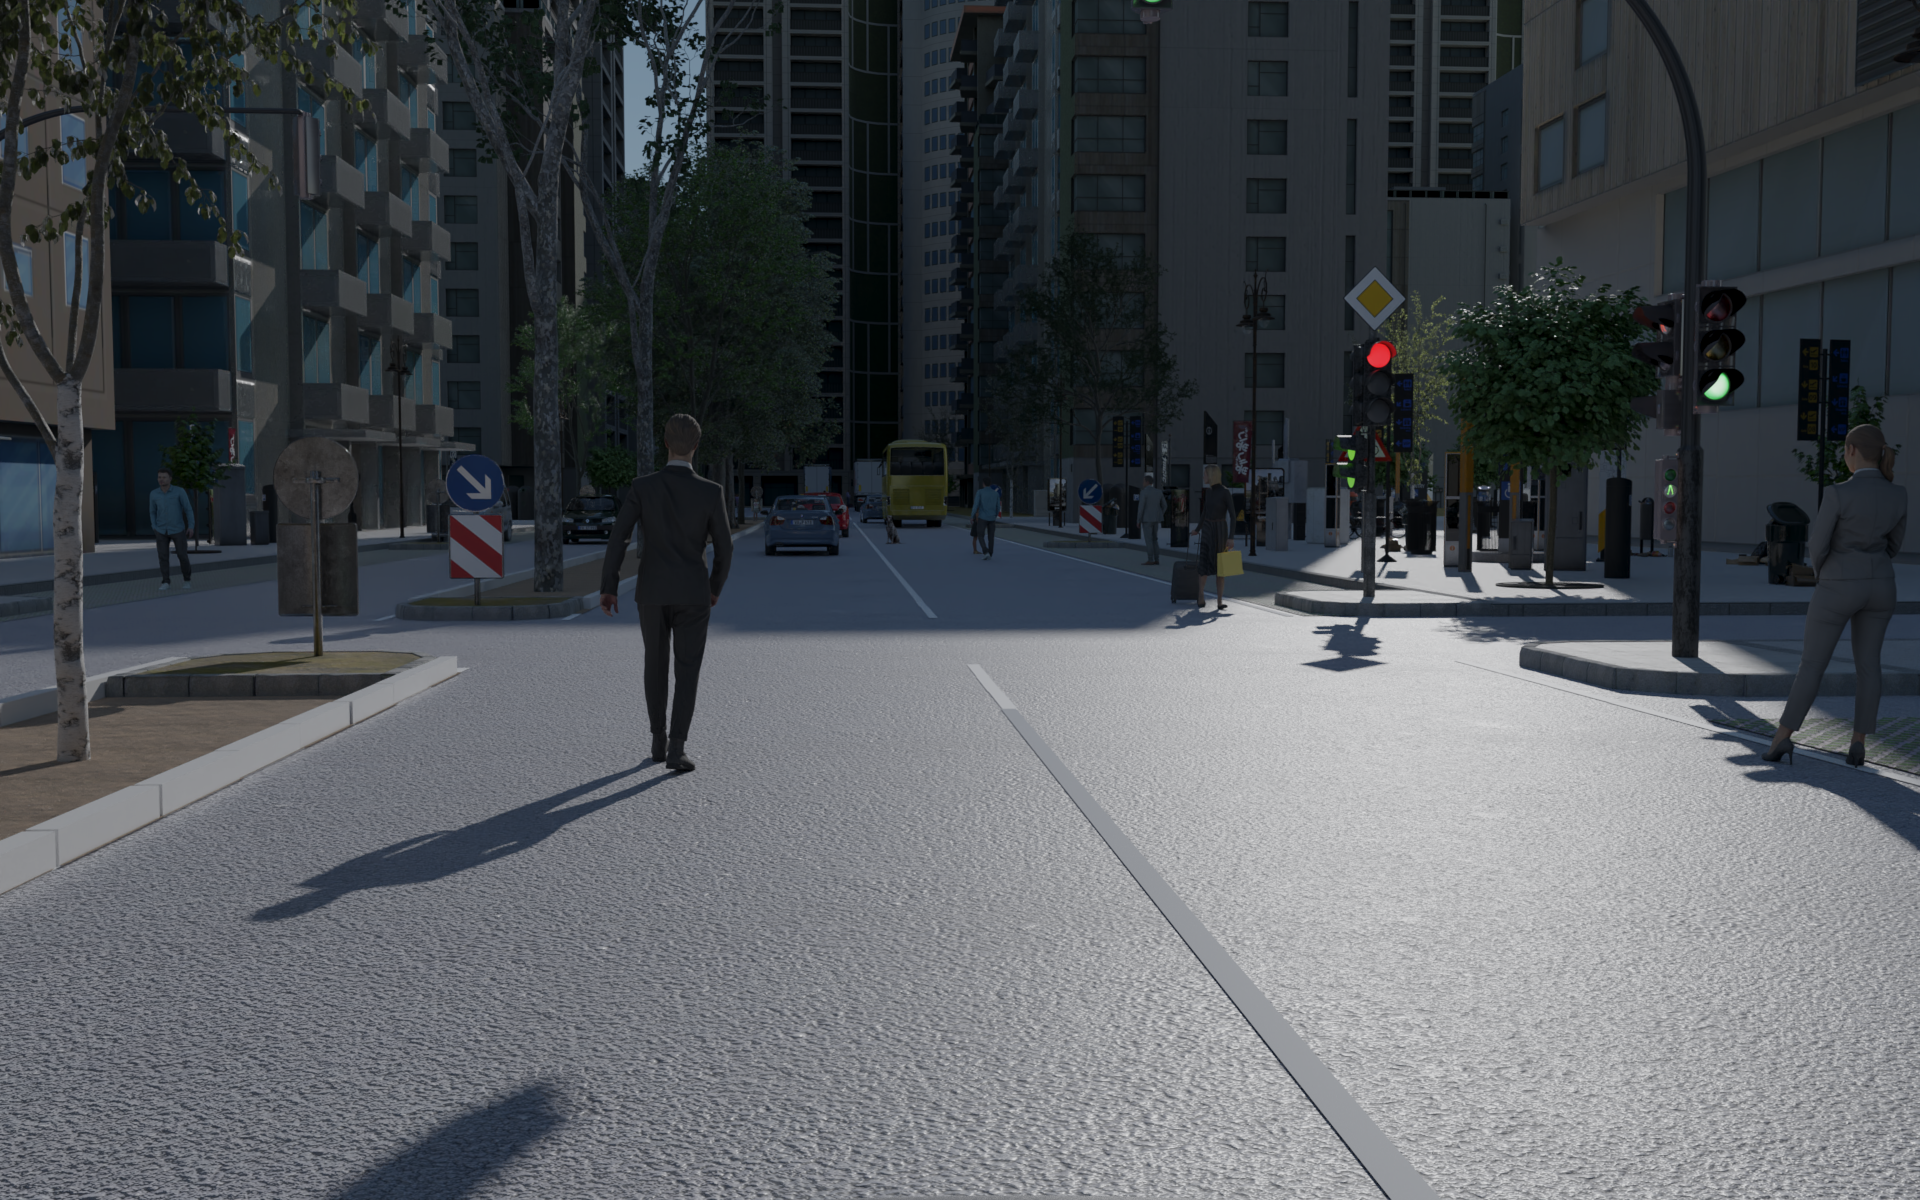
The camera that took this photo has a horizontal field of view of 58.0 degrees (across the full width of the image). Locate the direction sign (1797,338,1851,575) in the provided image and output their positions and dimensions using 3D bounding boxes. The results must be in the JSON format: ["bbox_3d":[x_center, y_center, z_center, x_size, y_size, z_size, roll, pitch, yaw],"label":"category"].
[{"bbox_3d":[12.644,-2.044,25.409,0.876,3.537,0.379,-1,4,-16],"label":"direction sign"}]

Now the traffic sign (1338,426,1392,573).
[{"bbox_3d":[6.574,-1.724,28.199,0.884,2.594,0.081,0,4,-2],"label":"traffic sign"}]

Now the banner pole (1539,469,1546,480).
[{"bbox_3d":[12.707,-2.882,37.131,0.863,3.779,0.401,1,4,23],"label":"banner pole"}]

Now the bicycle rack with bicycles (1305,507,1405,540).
[{"bbox_3d":[11.064,-2.223,49.735,2.925,0.926,2.852,3,4,36],"label":"bicycle rack with bicycles"}]

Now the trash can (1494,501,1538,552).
[{"bbox_3d":[11.518,-1.471,35.700,0.748,1.137,0.748,0,3,0],"label":"trash can"}]

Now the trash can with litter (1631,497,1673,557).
[{"bbox_3d":[14.242,-1.529,36.055,1.678,1.210,2.233,0,4,-2],"label":"trash can with litter"}]

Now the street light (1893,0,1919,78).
[{"bbox_3d":[7.836,-2.482,13.361,0.468,5.910,1.993,0,4,-4],"label":"street light"}]

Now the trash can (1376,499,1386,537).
[{"bbox_3d":[12.453,-2.472,52.073,0.748,1.137,0.748,0,3,0],"label":"trash can"}]

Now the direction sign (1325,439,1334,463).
[{"bbox_3d":[15.269,-4.871,71.637,0.379,3.537,0.876,2,4,31],"label":"direction sign"}]

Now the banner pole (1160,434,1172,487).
[{"bbox_3d":[8.546,-4.994,71.668,0.401,3.779,0.863,3,5,41],"label":"banner pole"}]

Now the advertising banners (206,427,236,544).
[{"bbox_3d":[-19.124,-2.980,44.905,0.090,3.025,2.074,0,4,-2],"label":"advertising banners"}]

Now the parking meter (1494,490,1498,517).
[{"bbox_3d":[30.647,-5.532,98.856,0.372,1.533,0.369,0,3,0],"label":"parking meter"}]

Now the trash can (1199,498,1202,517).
[{"bbox_3d":[9.238,-3.232,64.494,0.748,1.137,0.748,0,3,0],"label":"trash can"}]

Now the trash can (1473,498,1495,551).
[{"bbox_3d":[11.439,-1.567,37.273,0.748,1.137,0.748,0,3,0],"label":"trash can"}]

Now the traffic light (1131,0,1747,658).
[{"bbox_3d":[3.611,-2.361,13.269,4.771,5.953,1.251,0,4,-4],"label":"traffic light"}]

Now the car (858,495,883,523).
[{"bbox_3d":[-4.057,-4.548,86.356,2.014,1.417,4.499,0,4,-6],"label":"car"}]

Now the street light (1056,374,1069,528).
[{"bbox_3d":[3.833,-5.692,65.851,0.468,5.910,1.993,0,4,-4],"label":"street light"}]

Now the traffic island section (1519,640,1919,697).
[{"bbox_3d":[5.731,0.526,13.683,2.009,0.180,2.903,0,4,-4],"label":"traffic island section"}]

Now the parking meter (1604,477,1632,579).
[{"bbox_3d":[10.016,-1.098,26.357,0.372,1.533,0.369,0,3,0],"label":"parking meter"}]

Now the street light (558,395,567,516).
[{"bbox_3d":[-18.664,-6.629,81.165,0.468,5.910,1.993,0,4,-4],"label":"street light"}]

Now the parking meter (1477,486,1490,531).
[{"bbox_3d":[15.859,-2.694,52.455,0.372,1.533,0.369,0,3,0],"label":"parking meter"}]

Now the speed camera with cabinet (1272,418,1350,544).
[{"bbox_3d":[9.107,-3.087,44.803,0.660,3.252,2.038,-3,5,-40],"label":"speed camera with cabinet"}]

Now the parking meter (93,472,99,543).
[{"bbox_3d":[-22.681,-2.416,45.219,0.255,1.863,0.399,-1,4,-15],"label":"parking meter"}]

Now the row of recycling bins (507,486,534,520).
[{"bbox_3d":[-22.588,-4.825,86.008,3.534,1.692,1.069,2,4,27],"label":"row of recycling bins"}]

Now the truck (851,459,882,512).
[{"bbox_3d":[-7.500,-9.450,143.413,2.839,4.237,11.283,0,4,-5],"label":"truck"}]

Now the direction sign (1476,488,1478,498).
[{"bbox_3d":[24.556,-5.518,82.220,0.876,3.537,0.379,2,4,33],"label":"direction sign"}]

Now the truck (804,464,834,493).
[{"bbox_3d":[-13.687,-10.915,167.371,2.839,4.237,11.283,0,4,-3],"label":"truck"}]

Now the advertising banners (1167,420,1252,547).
[{"bbox_3d":[5.992,-2.765,41.401,2.074,3.025,0.090,1,4,14],"label":"advertising banners"}]

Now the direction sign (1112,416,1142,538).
[{"bbox_3d":[4.852,-3.572,50.394,0.876,3.537,0.379,2,4,25],"label":"direction sign"}]

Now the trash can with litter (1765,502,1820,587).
[{"bbox_3d":[11.790,-0.794,24.369,0.624,1.170,1.055,0,4,0],"label":"trash can with litter"}]

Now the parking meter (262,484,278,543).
[{"bbox_3d":[-18.076,-2.262,45.399,0.372,1.533,0.369,0,3,0],"label":"parking meter"}]

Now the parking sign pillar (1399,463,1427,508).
[{"bbox_3d":[22.162,-5.886,84.705,1.447,3.967,1.447,-1,4,-11],"label":"parking sign pillar"}]

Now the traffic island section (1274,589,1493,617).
[{"bbox_3d":[5.134,0.039,21.646,2.009,0.180,2.903,0,4,-4],"label":"traffic island section"}]

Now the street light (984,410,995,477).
[{"bbox_3d":[1.638,-7.525,95.819,0.468,5.910,1.993,0,4,-4],"label":"street light"}]

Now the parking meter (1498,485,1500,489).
[{"bbox_3d":[30.051,-5.525,96.044,0.399,1.863,0.255,-2,4,-23],"label":"parking meter"}]

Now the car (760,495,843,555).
[{"bbox_3d":[-3.818,-1.820,41.761,2.014,1.417,4.499,0,4,-5],"label":"car"}]

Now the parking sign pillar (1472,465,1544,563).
[{"bbox_3d":[10.431,-2.706,32.718,1.447,3.967,1.447,1,4,19],"label":"parking sign pillar"}]

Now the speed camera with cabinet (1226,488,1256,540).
[{"bbox_3d":[8.525,-3.343,48.997,2.038,3.252,0.660,0,4,3],"label":"speed camera with cabinet"}]

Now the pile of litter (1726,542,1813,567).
[{"bbox_3d":[14.553,-1.050,31.138,1.176,0.858,1.719,0,4,-4],"label":"pile of litter"}]

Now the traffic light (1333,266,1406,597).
[{"bbox_3d":[5.093,-1.994,21.529,0.839,4.253,0.868,0,4,-4],"label":"traffic light"}]

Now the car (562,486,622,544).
[{"bbox_3d":[-10.726,-2.510,50.831,2.009,1.686,4.222,0,4,-6],"label":"car"}]

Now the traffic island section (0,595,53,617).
[{"bbox_3d":[-12.110,0.117,20.361,2.009,0.180,2.903,0,4,-4],"label":"traffic island section"}]

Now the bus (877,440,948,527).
[{"bbox_3d":[-2.158,-5.259,77.526,2.896,3.916,12.252,0,4,-4],"label":"bus"}]

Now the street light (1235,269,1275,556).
[{"bbox_3d":[6.068,-3.850,35.736,0.468,5.910,1.993,0,4,-4],"label":"street light"}]

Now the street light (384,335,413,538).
[{"bbox_3d":[-16.331,-4.755,50.533,0.468,5.910,1.993,0,4,-4],"label":"street light"}]

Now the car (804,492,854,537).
[{"bbox_3d":[-4.668,-3.033,58.634,2.155,1.783,4.494,0,4,-4],"label":"car"}]

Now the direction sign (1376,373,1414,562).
[{"bbox_3d":[8.065,-2.484,32.618,0.876,3.537,0.379,1,4,19],"label":"direction sign"}]

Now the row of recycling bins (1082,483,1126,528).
[{"bbox_3d":[5.633,-3.669,67.100,1.069,1.692,3.534,-1,4,-18],"label":"row of recycling bins"}]

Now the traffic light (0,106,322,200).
[{"bbox_3d":[-9.990,-2.798,20.421,4.771,5.953,1.251,0,4,-4],"label":"traffic light"}]

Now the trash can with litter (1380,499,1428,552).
[{"bbox_3d":[9.959,-1.666,38.627,1.055,1.170,0.624,0,4,-7],"label":"trash can with litter"}]

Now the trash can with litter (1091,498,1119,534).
[{"bbox_3d":[4.518,-2.671,55.052,1.055,1.170,0.624,0,4,1],"label":"trash can with litter"}]

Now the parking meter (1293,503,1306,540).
[{"bbox_3d":[9.406,-2.584,47.958,0.255,1.863,0.399,0,4,-6],"label":"parking meter"}]

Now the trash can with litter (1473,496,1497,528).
[{"bbox_3d":[20.687,-3.338,65.629,2.233,1.210,1.678,3,5,42],"label":"trash can with litter"}]

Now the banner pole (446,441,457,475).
[{"bbox_3d":[-24.234,-5.656,82.496,0.401,3.779,0.863,2,4,33],"label":"banner pole"}]

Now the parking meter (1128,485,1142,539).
[{"bbox_3d":[4.979,-2.502,49.322,0.372,1.533,0.369,0,3,0],"label":"parking meter"}]

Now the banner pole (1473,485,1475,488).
[{"bbox_3d":[25.597,-5.944,87.203,0.401,3.779,0.863,-3,4,-38],"label":"banner pole"}]

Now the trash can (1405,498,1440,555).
[{"bbox_3d":[9.832,-1.542,36.860,0.748,1.137,0.748,0,3,0],"label":"trash can"}]
